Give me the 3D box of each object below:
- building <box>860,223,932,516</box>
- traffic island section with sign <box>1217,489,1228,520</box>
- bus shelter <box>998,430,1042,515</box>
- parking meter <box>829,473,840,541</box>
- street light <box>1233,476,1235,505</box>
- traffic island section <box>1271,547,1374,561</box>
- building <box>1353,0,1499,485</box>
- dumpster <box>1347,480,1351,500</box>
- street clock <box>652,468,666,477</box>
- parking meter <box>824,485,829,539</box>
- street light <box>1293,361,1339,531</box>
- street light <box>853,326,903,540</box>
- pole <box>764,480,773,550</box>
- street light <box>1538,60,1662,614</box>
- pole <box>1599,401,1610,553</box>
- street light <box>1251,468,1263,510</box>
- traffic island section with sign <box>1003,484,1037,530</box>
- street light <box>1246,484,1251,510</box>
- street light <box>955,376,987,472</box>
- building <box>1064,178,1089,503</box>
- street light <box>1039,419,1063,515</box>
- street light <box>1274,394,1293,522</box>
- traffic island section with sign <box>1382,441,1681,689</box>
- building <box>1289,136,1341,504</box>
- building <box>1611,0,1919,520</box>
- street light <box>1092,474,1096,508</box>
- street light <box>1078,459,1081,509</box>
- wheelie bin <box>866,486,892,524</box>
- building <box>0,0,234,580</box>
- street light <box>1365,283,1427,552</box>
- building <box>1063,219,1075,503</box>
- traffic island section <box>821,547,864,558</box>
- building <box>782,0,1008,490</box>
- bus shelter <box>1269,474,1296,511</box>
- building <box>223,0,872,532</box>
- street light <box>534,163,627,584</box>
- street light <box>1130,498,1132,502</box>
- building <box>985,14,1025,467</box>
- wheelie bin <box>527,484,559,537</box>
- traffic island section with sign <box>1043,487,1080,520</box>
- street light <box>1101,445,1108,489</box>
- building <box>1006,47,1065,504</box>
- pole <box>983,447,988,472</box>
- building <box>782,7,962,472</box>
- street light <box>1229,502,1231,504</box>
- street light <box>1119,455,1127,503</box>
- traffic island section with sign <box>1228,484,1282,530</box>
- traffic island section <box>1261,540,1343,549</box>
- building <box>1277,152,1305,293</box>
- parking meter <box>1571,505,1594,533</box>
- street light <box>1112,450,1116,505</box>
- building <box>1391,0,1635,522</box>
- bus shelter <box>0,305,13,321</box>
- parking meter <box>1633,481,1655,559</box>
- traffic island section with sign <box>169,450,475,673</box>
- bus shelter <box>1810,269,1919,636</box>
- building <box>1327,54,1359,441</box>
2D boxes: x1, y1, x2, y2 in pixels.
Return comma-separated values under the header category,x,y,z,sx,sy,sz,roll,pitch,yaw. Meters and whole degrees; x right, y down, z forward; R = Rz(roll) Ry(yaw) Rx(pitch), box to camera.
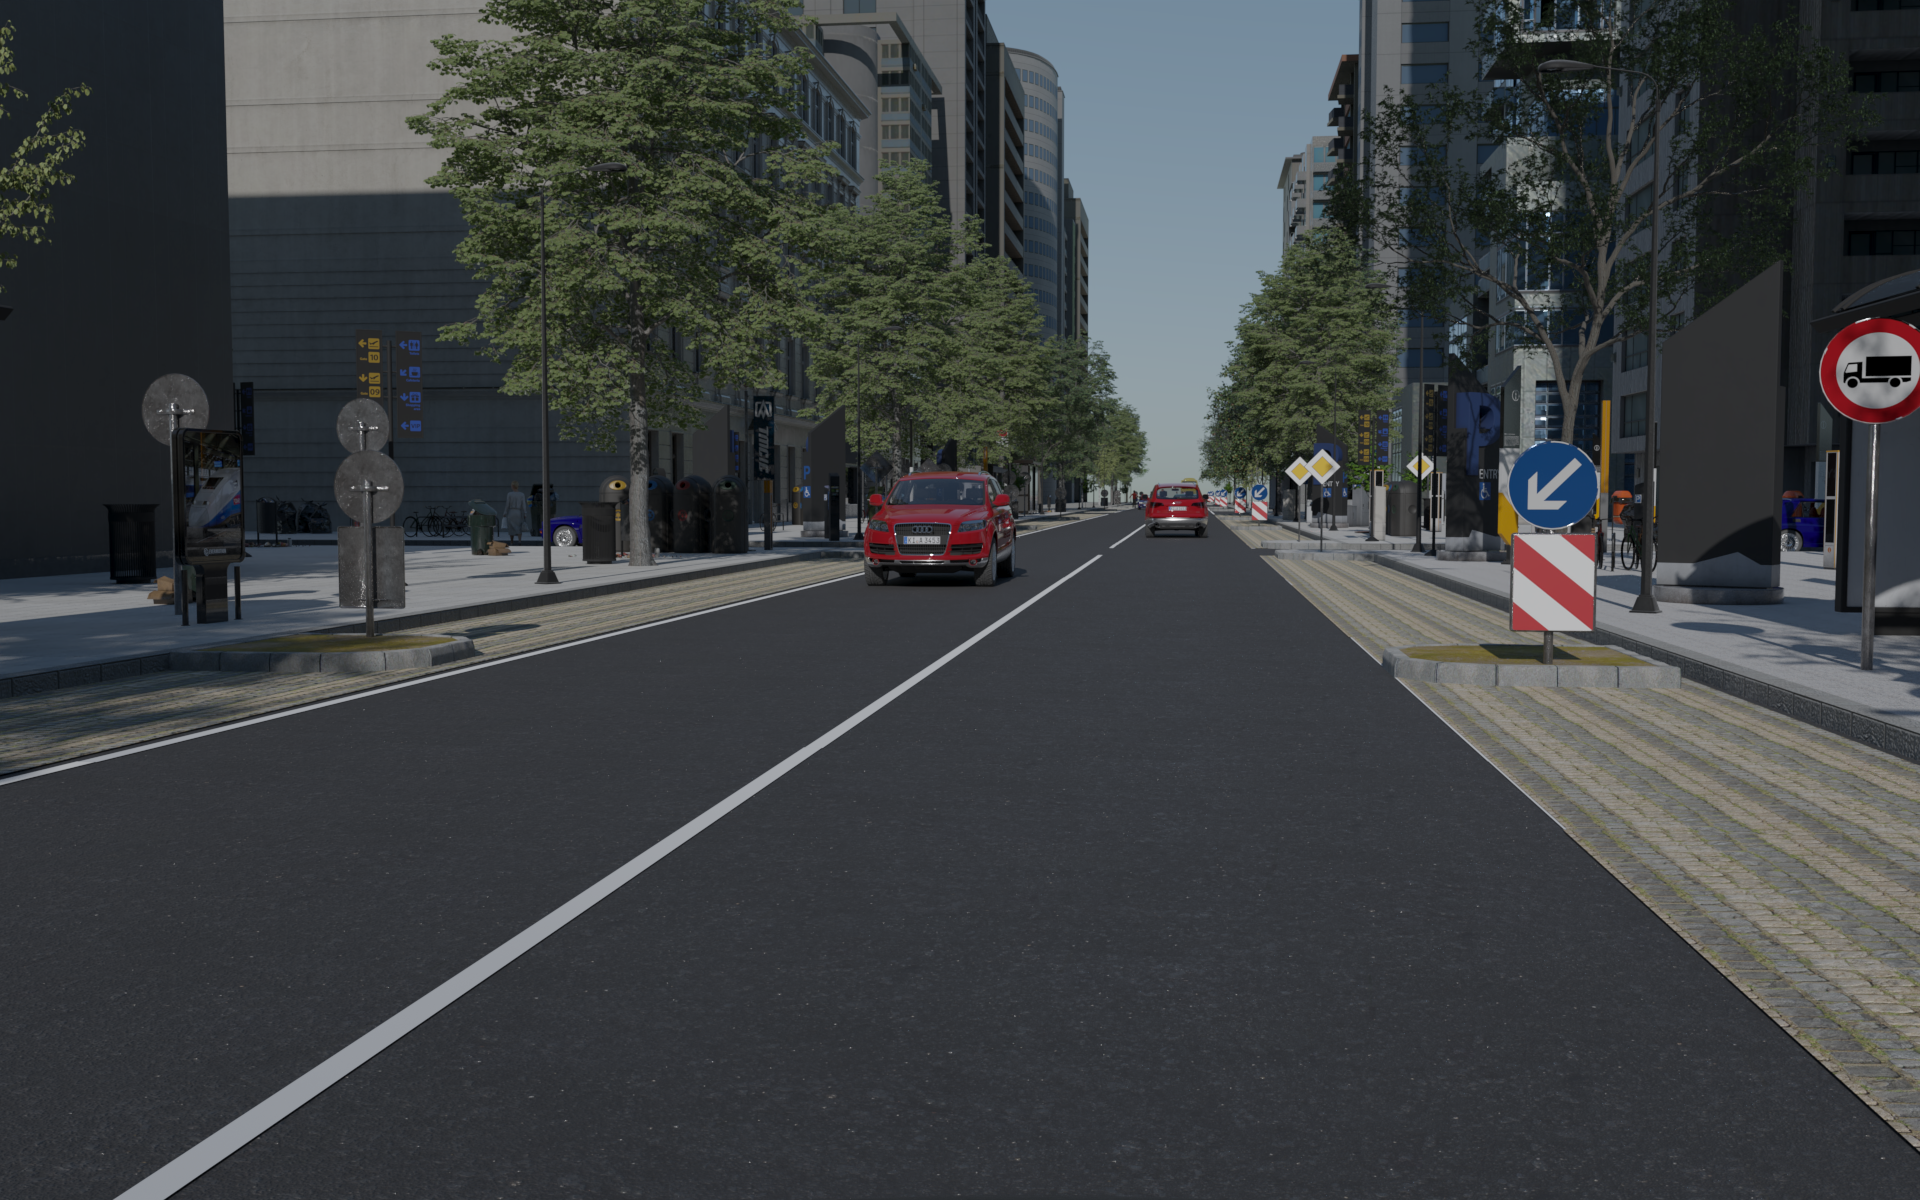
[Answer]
category,x,y,z,sx,sy,sz,roll,pitch,yaw
building,-8.049,-15.021,110.214,10.561,19.102,19.286,0,4,8
traffic island section with sign,15.398,-5.339,95.928,1.989,1.847,2.006,0,4,8
bus shelter,3.613,-7.953,107.662,2.179,5.291,8.768,0,4,7
parking meter,-3.437,-2.543,47.292,0.255,1.863,0.399,-1,4,-13
street light,22.520,-10.043,136.750,1.470,5.913,1.316,0,4,8
traffic island section,8.061,-0.995,38.551,2.009,0.180,2.903,0,4,8
building,43.322,-36.690,141.878,21.231,58.520,28.212,0,4,8
dumpster,17.206,-4.737,79.950,1.502,2.255,1.985,0,4,8
street clock,-8.333,-2.655,47.984,0.358,2.002,0.471,-2,4,-33
parking meter,-3.728,-2.538,49.914,0.372,1.533,0.369,0,3,0
street light,12.512,-5.372,60.378,1.470,5.913,1.316,0,4,8
street light,-2.282,-4.627,48.186,1.470,5.913,1.316,0,4,8
pole,-4.384,-2.796,39.561,0.158,3.312,0.155,0,3,0
street light,6.888,-2.820,18.649,1.470,5.913,1.316,0,4,8
pole,14.090,-2.693,37.877,0.158,3.312,0.155,0,3,0
street light,17.664,-7.769,99.557,1.470,5.913,1.316,0,4,8
traffic island section with sign,2.097,-3.763,70.148,1.989,1.847,2.006,0,4,8
street light,20.385,-9.004,119.760,1.470,5.913,1.316,0,4,8
street light,0.379,-5.860,68.344,1.470,5.913,1.316,0,4,8
building,8.633,-39.473,269.086,21.300,48.544,21.600,0,4,8
street light,5.657,-8.263,107.645,1.470,5.913,1.316,0,4,8
street light,15.011,-6.571,79.977,1.470,5.913,1.316,0,4,8
traffic island section with sign,4.426,-0.312,13.733,1.989,1.847,2.006,0,4,8
building,55.701,-37.436,231.692,23.786,49.044,30.456,0,4,8
building,31.582,-17.627,59.899,14.107,30.474,14.160,0,4,8
street light,10.475,-10.491,144.070,1.470,5.913,1.316,0,4,8
street light,7.862,-9.271,124.126,1.470,5.913,1.316,0,4,8
wheelie bin,-3.401,-3.838,70.665,0.980,1.594,0.693,2,4,24
building,-26.006,-14.322,27.673,24.014,27.812,14.314,0,4,8
street light,9.608,-4.017,38.219,1.470,5.913,1.316,0,4,8
building,9.151,-34.705,251.013,14.154,41.232,14.086,0,4,8
traffic island section,-1.942,-1.077,39.886,2.009,0.180,2.903,0,4,8
building,-6.154,-44.054,158.538,20.563,71.187,20.611,0,4,8
bus shelter,21.878,-7.558,117.497,2.014,3.302,5.546,0,4,8
building,-15.939,-18.505,78.964,17.030,29.872,44.131,0,4,8
street light,-5.357,-3.178,24.496,1.470,5.913,1.316,0,4,8
street light,21.415,-15.480,225.636,1.470,5.913,1.316,0,4,8
building,-4.895,-34.087,181.019,21.300,48.544,21.600,0,4,8
wheelie bin,-12.556,-2.717,52.330,0.980,1.594,0.693,-3,4,-36
traffic island section with sign,5.697,-5.410,97.085,1.989,1.847,2.006,0,4,8
street light,13.191,-11.688,163.641,1.470,5.913,1.316,0,4,8
building,2.188,-42.006,228.790,21.231,58.520,28.212,0,4,8
pole,1.101,-4.945,74.687,0.158,3.312,0.155,0,3,0
building,-15.258,-27.260,137.577,32.217,40.220,23.993,0,4,8
street light,25.363,-11.251,156.495,1.470,5.913,1.316,0,4,8
street light,18.794,-14.282,206.053,1.470,5.913,1.316,0,4,8
traffic island section with sign,11.827,-3.705,69.209,1.989,1.847,2.006,0,4,8
traffic island section,9.117,-1.479,46.466,2.009,0.180,2.903,0,4,8
building,62.749,-41.089,261.037,28.713,52.752,27.495,0,4,8
parking meter,11.961,-1.684,33.252,0.399,1.863,0.255,1,4,17
street light,15.828,-12.908,183.589,1.470,5.913,1.316,0,4,8
building,36.565,-47.635,91.498,22.319,86.520,31.000,0,4,8
bus shelter,-9.405,-1.117,12.188,2.014,3.302,5.546,0,4,7
parking meter,13.450,-1.569,34.072,0.372,1.533,0.369,0,3,0
traffic island section with sign,-5.289,-0.377,14.786,1.989,1.847,2.006,0,4,8
bus shelter,8.450,-1.175,13.130,2.014,3.302,5.546,0,4,8
building,47.689,-31.567,170.739,22.147,44.769,28.867,0,4,8
